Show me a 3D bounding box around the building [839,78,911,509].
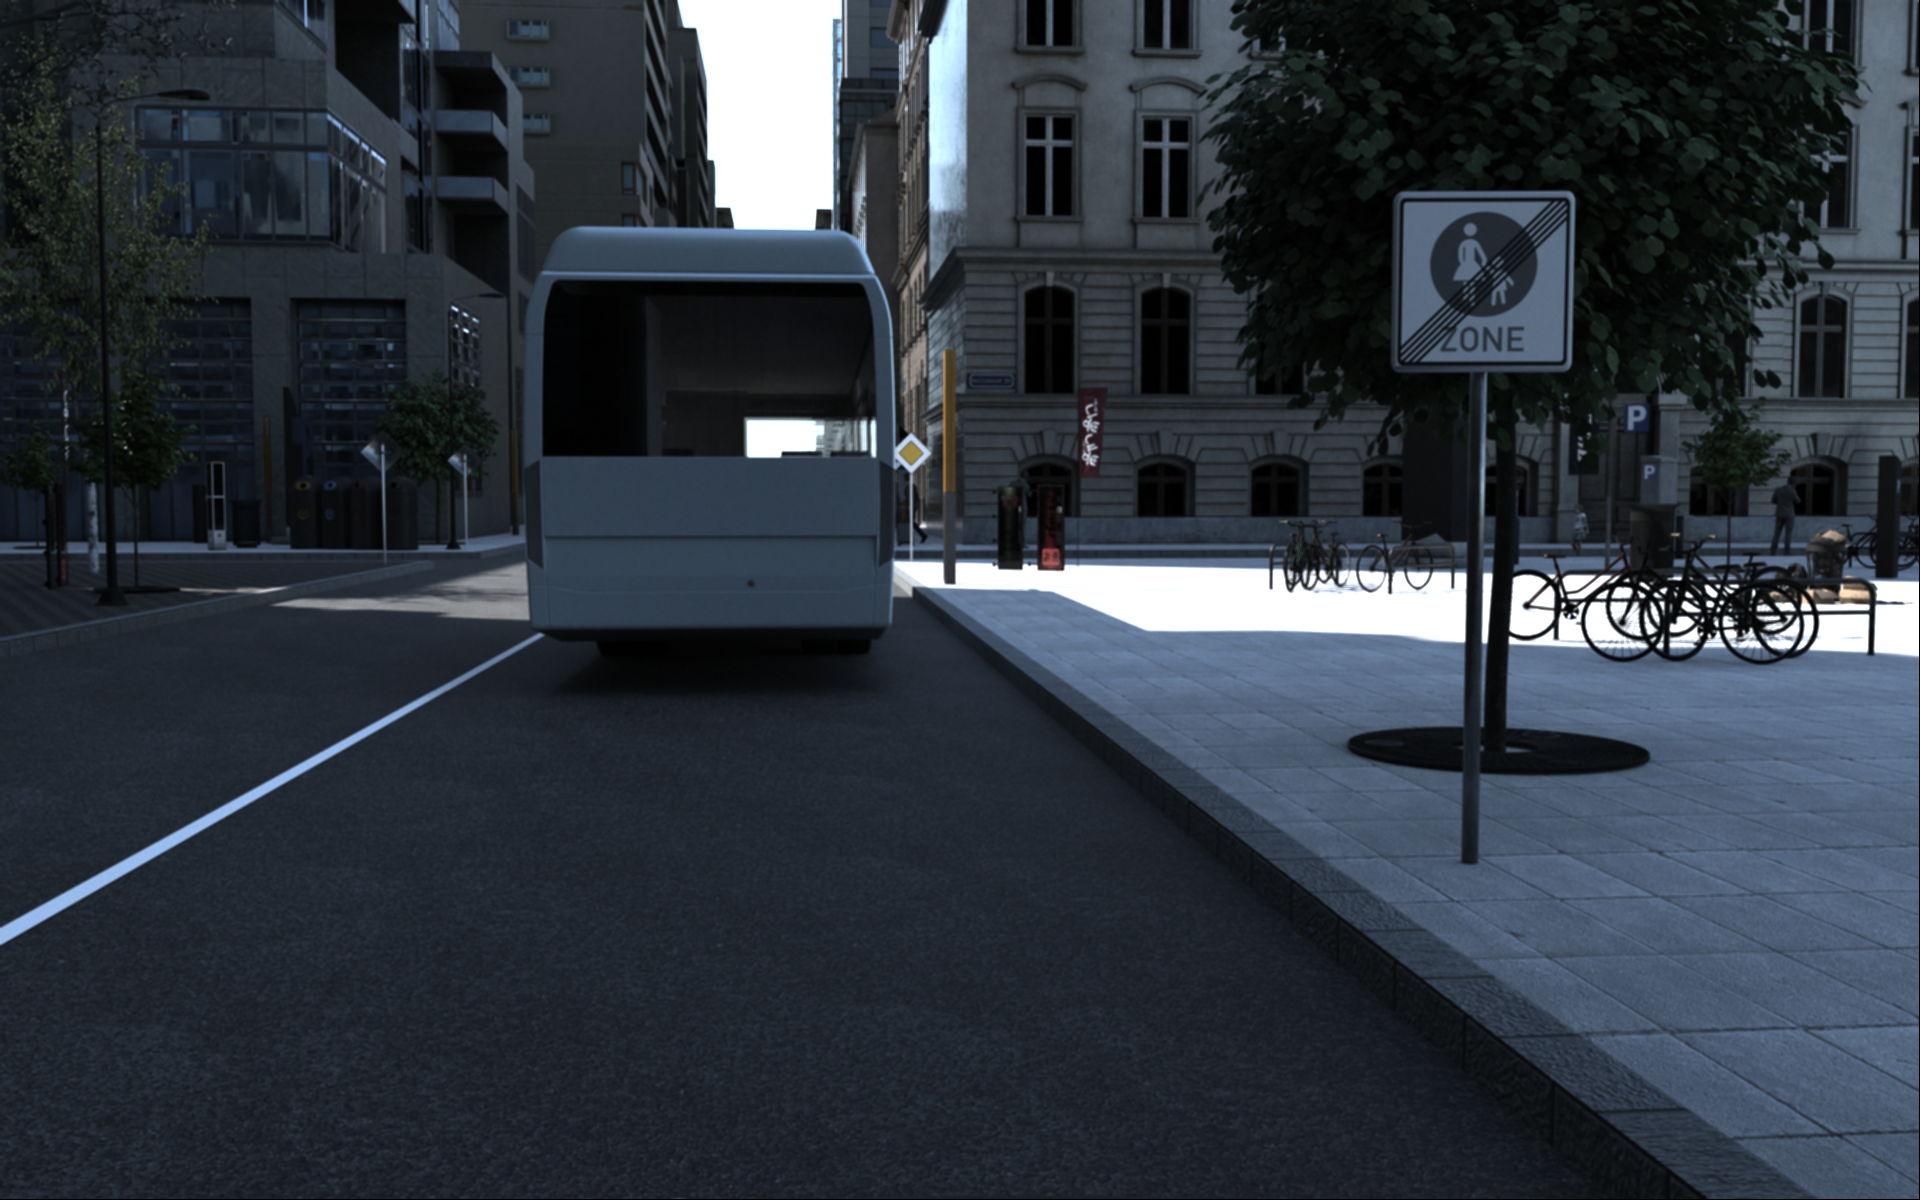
[{"bbox_3d":[-1.685,-21.578,124.495,14.160,30.474,14.107,0,4,-6],"label":"building"}]

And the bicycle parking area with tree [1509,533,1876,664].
[{"bbox_3d":[8.933,-1.538,12.142,9.016,4.147,8.231,0,4,5],"label":"bicycle parking area with tree"}]

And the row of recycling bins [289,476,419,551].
[{"bbox_3d":[-14.063,-2.023,40.183,3.534,1.692,1.069,1,4,22],"label":"row of recycling bins"}]

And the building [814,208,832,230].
[{"bbox_3d":[-10.786,-37.059,260.539,22.147,44.769,28.867,0,4,-6],"label":"building"}]

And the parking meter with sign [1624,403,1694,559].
[{"bbox_3d":[13.724,-2.305,33.941,1.738,3.016,0.543,-3,4,-36],"label":"parking meter with sign"}]

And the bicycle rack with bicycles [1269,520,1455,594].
[{"bbox_3d":[5.225,-0.609,23.332,2.852,0.926,2.925,3,5,43],"label":"bicycle rack with bicycles"}]

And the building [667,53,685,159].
[{"bbox_3d":[-32.136,-28.892,155.984,14.154,41.232,14.086,0,4,-6],"label":"building"}]

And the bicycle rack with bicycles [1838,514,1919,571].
[{"bbox_3d":[16.214,-0.986,29.507,2.925,0.926,2.852,1,4,10],"label":"bicycle rack with bicycles"}]

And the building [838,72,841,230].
[{"bbox_3d":[-0.955,-33.968,174.978,23.786,49.044,30.456,0,4,-6],"label":"building"}]

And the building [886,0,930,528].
[{"bbox_3d":[3.984,-16.599,68.654,12.463,27.353,25.104,0,4,-6],"label":"building"}]

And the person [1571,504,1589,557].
[{"bbox_3d":[13.380,-1.452,37.249,0.382,1.210,0.505,-1,4,-19],"label":"person"}]

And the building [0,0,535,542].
[{"bbox_3d":[-26.453,-45.619,58.548,22.319,86.520,31.000,0,4,-6],"label":"building"}]

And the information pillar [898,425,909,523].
[{"bbox_3d":[-1.861,-4.099,58.369,0.504,3.616,0.183,0,4,-6],"label":"information pillar"}]

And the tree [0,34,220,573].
[{"bbox_3d":[-14.044,-4.738,27.836,4.737,8.622,4.395,0,3,0],"label":"tree"}]

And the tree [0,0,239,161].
[{"bbox_3d":[-9.831,-6.264,12.789,12.009,13.543,11.850,0,3,0],"label":"tree"}]

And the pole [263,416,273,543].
[{"bbox_3d":[-18.050,-3.140,45.190,0.158,3.312,0.155,0,3,0],"label":"pole"}]

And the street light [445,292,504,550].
[{"bbox_3d":[-11.200,-4.126,39.998,1.470,5.913,1.316,0,4,-6],"label":"street light"}]

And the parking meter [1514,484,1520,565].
[{"bbox_3d":[10.032,-1.422,31.654,0.372,1.533,0.369,0,3,0],"label":"parking meter"}]

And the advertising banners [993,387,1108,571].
[{"bbox_3d":[1.498,-2.003,28.938,2.074,3.025,0.090,2,4,27],"label":"advertising banners"}]

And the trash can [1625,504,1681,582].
[{"bbox_3d":[10.107,-0.835,25.298,0.748,1.137,0.748,0,3,0],"label":"trash can"}]

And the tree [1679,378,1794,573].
[{"bbox_3d":[12.729,-2.078,28.578,1.663,3.219,1.824,0,3,0],"label":"tree"}]

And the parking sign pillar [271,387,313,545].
[{"bbox_3d":[-16.901,-3.414,44.299,1.447,3.967,1.447,-1,4,-9],"label":"parking sign pillar"}]

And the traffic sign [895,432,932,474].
[{"bbox_3d":[-0.897,-1.858,32.570,0.795,2.593,0.064,0,4,-6],"label":"traffic sign"}]

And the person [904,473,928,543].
[{"bbox_3d":[-1.248,-2.394,45.098,0.836,1.842,0.656,-1,4,-15],"label":"person"}]

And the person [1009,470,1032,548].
[{"bbox_3d":[1.376,-2.147,40.945,0.655,1.846,0.447,1,4,16],"label":"person"}]

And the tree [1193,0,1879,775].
[{"bbox_3d":[2.612,-1.510,8.406,4.285,4.588,4.351,0,3,0],"label":"tree"}]

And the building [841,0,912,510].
[{"bbox_3d":[0.592,-36.886,145.077,21.231,58.520,28.212,0,4,-6],"label":"building"}]

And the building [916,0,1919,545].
[{"bbox_3d":[16.432,-14.103,49.674,34.723,24.649,14.460,0,4,-6],"label":"building"}]

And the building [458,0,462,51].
[{"bbox_3d":[-32.333,-30.577,123.633,21.300,48.544,21.600,0,4,-6],"label":"building"}]

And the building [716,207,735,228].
[{"bbox_3d":[-44.336,-36.756,255.580,22.147,44.769,28.867,0,4,-6],"label":"building"}]

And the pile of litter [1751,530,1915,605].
[{"bbox_3d":[10.308,-0.400,20.501,1.719,0.858,1.176,3,4,38],"label":"pile of litter"}]

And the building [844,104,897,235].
[{"bbox_3d":[-0.956,-16.977,107.257,12.332,23.373,15.834,0,4,-6],"label":"building"}]

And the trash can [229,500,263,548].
[{"bbox_3d":[-17.032,-1.815,41.332,0.748,1.137,0.748,0,3,0],"label":"trash can"}]

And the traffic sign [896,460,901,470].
[{"bbox_3d":[-1.668,-2.344,40.518,0.795,2.593,0.064,0,4,-6],"label":"traffic sign"}]

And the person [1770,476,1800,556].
[{"bbox_3d":[18.874,-1.915,39.617,0.447,1.846,0.655,-3,5,-40],"label":"person"}]

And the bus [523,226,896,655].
[{"bbox_3d":[-2.270,-1.452,18.601,2.948,3.499,13.247,0,4,-5],"label":"bus"}]

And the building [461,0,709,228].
[{"bbox_3d":[-36.337,-33.611,173.248,21.300,48.544,21.600,0,4,-6],"label":"building"}]

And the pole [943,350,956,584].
[{"bbox_3d":[-0.149,-1.880,24.582,0.158,3.312,0.155,0,3,0],"label":"pole"}]

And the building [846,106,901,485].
[{"bbox_3d":[-0.713,-14.746,90.255,9.793,20.994,18.267,0,4,-6],"label":"building"}]

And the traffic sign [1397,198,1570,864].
[{"bbox_3d":[1.772,-0.234,5.952,0.606,2.300,0.079,0,4,1],"label":"traffic sign"}]

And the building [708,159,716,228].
[{"bbox_3d":[-36.101,-31.898,205.125,14.154,41.232,14.086,0,4,-6],"label":"building"}]

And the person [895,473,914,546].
[{"bbox_3d":[-1.573,-2.255,43.126,0.699,1.804,1.509,-1,4,-9],"label":"person"}]

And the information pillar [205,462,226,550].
[{"bbox_3d":[-16.990,-2.144,39.554,0.304,2.012,0.304,3,5,43],"label":"information pillar"}]

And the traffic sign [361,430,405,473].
[{"bbox_3d":[-10.548,-1.802,31.659,0.795,2.593,0.064,0,4,-6],"label":"traffic sign"}]

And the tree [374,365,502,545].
[{"bbox_3d":[-13.371,-3.701,44.233,4.285,4.588,4.351,0,3,0],"label":"tree"}]

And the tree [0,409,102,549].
[{"bbox_3d":[-21.659,-2.823,40.752,1.663,3.219,1.824,0,3,0],"label":"tree"}]

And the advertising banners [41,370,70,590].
[{"bbox_3d":[-12.516,-1.704,24.043,0.090,3.025,2.074,-1,4,-18],"label":"advertising banners"}]

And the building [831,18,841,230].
[{"bbox_3d":[-7.968,-56.076,229.519,22.319,86.520,31.000,0,4,-6],"label":"building"}]

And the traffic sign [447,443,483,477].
[{"bbox_3d":[-11.319,-2.288,39.607,0.795,2.593,0.064,0,4,-6],"label":"traffic sign"}]

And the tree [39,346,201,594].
[{"bbox_3d":[-10.876,-1.723,22.778,1.663,3.219,1.824,0,3,0],"label":"tree"}]

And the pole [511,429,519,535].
[{"bbox_3d":[-13.910,-3.687,54.125,0.158,3.312,0.155,0,3,0],"label":"pole"}]

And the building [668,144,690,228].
[{"bbox_3d":[-29.589,-22.670,142.353,14.160,30.474,14.107,0,4,-6],"label":"building"}]

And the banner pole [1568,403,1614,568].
[{"bbox_3d":[10.192,-2.312,27.813,0.863,3.779,0.401,2,4,26],"label":"banner pole"}]

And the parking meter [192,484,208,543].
[{"bbox_3d":[-19.903,-2.262,45.397,0.372,1.533,0.369,0,3,0],"label":"parking meter"}]

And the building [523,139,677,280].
[{"bbox_3d":[-30.810,-15.482,98.167,27.650,21.520,28.899,0,4,-6],"label":"building"}]

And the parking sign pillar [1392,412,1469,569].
[{"bbox_3d":[8.343,-2.561,30.343,1.447,3.967,1.447,-2,4,-26],"label":"parking sign pillar"}]

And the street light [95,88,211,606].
[{"bbox_3d":[-9.277,-2.898,19.930,1.470,5.913,1.316,0,4,-6],"label":"street light"}]

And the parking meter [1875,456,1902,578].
[{"bbox_3d":[14.210,-1.272,26.504,0.255,1.863,0.399,3,5,39],"label":"parking meter"}]
